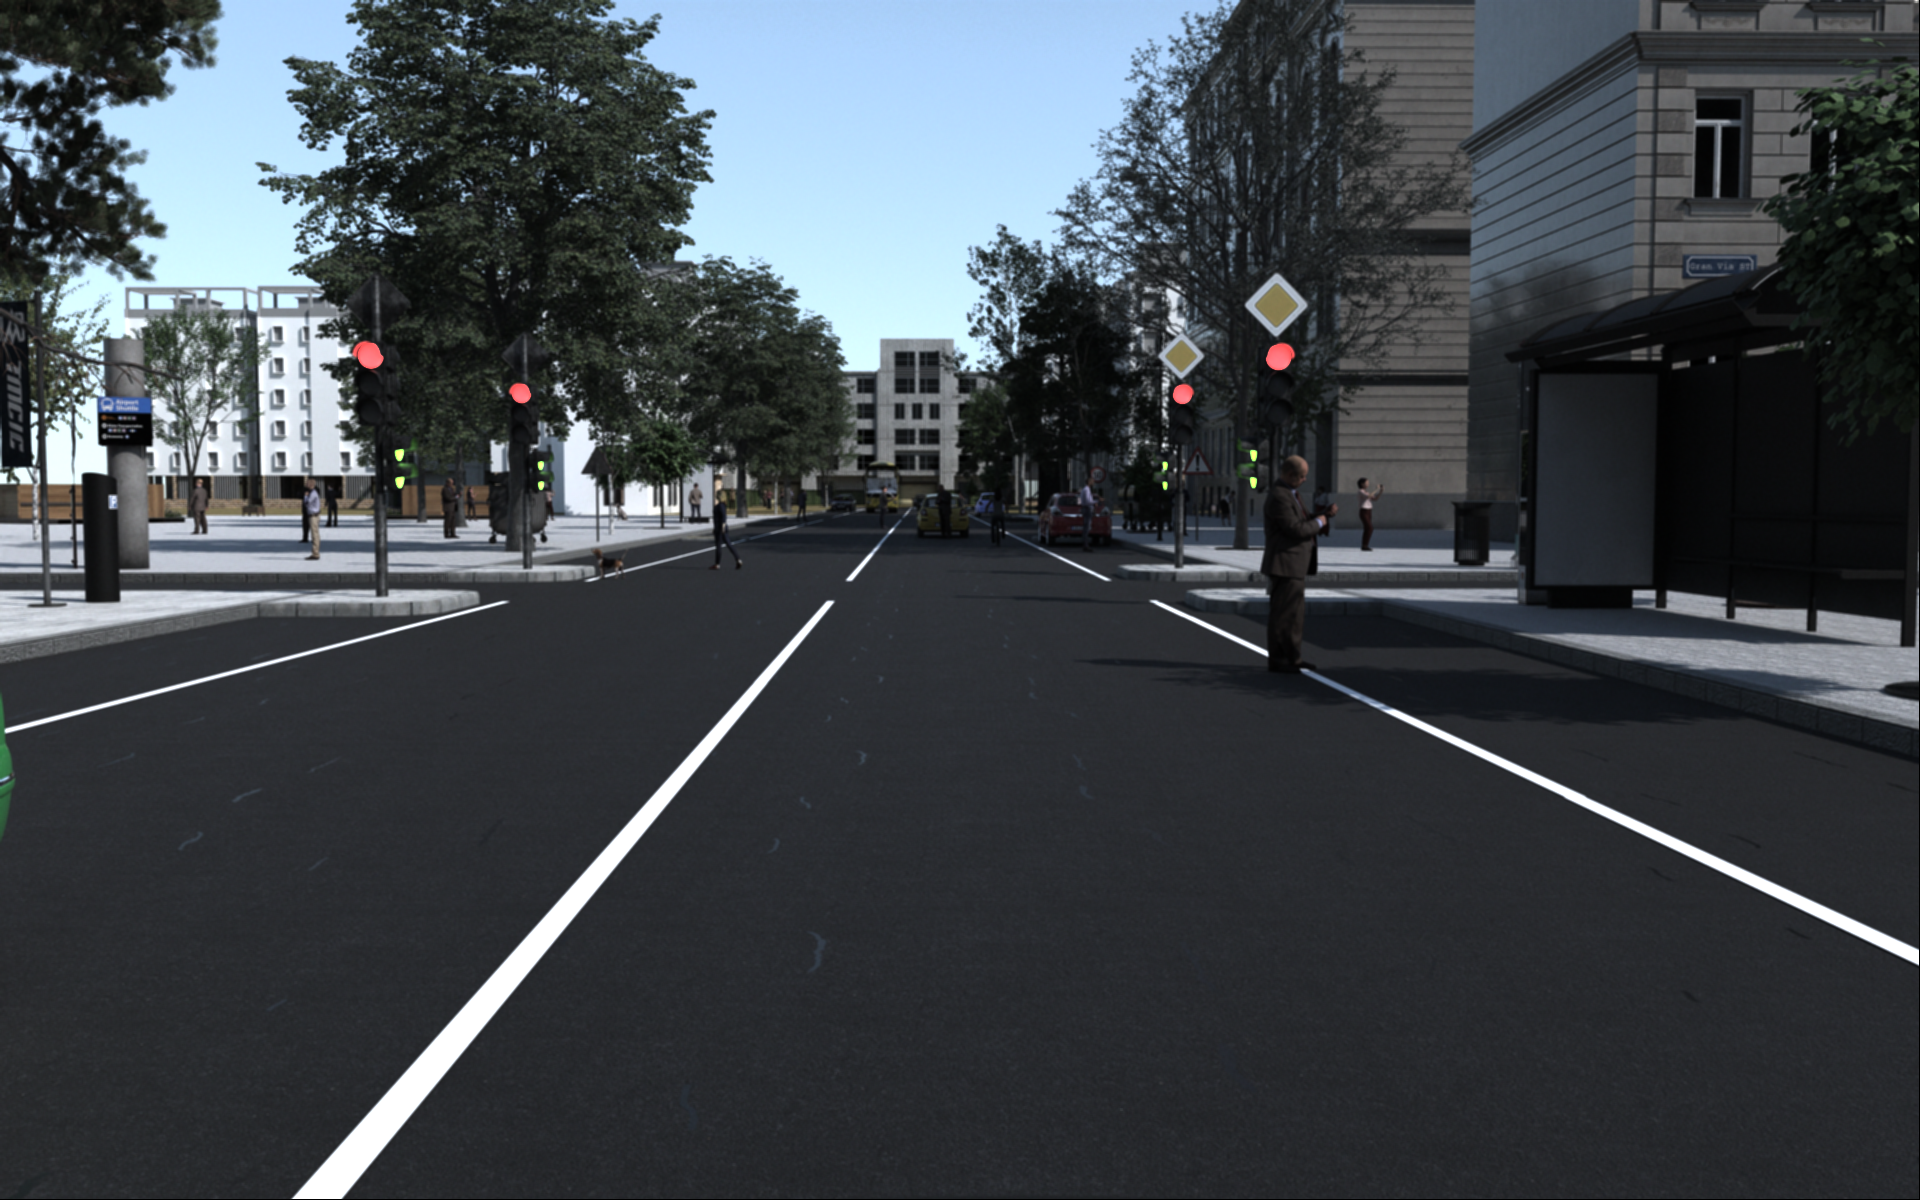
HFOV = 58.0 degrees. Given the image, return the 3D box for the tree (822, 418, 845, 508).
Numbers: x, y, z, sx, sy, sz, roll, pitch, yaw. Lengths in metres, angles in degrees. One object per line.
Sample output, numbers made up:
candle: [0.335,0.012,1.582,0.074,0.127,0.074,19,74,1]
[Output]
tree: [-12.331,-12.724,158.406,4.360,8.622,3.978,0,3,0]

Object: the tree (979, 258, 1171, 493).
tree: [4.984,-8.213,68.688,7.601,10.594,8.767,2,4,31]

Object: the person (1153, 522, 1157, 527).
person: [7.535,-3.598,67.143,0.388,1.546,0.482,0,4,7]

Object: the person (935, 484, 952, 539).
person: [-0.530,-2.832,55.484,0.565,1.739,0.600,1,4,10]

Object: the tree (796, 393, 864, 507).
tree: [-13.363,-14.989,170.820,9.928,11.665,9.643,0,3,0]

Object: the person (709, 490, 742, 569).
person: [-4.475,-1.343,33.003,0.613,1.512,0.480,-1,4,-16]

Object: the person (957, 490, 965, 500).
person: [0.024,-7.850,137.522,0.721,1.739,1.217,-2,4,-34]

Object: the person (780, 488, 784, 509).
person: [-14.904,-8.520,145.356,0.705,1.822,1.348,-1,4,-15]

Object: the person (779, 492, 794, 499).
person: [-13.356,-7.719,132.953,1.217,1.736,0.721,-2,4,-25]

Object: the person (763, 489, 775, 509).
person: [-16.133,-8.551,146.570,1.217,1.743,0.721,1,4,9]

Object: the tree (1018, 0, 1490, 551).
tree: [6.620,-7.899,39.522,12.009,13.543,11.850,0,3,0]

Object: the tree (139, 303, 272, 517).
tree: [-41.354,-10.238,93.152,9.928,11.665,9.643,0,3,0]

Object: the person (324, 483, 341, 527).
person: [-24.454,-3.713,67.547,0.445,1.727,0.742,1,4,11]

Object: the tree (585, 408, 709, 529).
tree: [-11.185,-4.944,64.548,4.285,4.588,4.351,0,3,0]

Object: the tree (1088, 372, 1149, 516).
tree: [9.151,-9.252,101.626,4.360,8.622,3.978,0,3,0]

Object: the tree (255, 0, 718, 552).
tree: [-9.916,-8.045,38.194,9.857,13.997,8.962,0,3,0]

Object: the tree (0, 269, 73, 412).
tree: [-36.701,-8.461,64.097,9.928,11.665,9.643,0,3,0]

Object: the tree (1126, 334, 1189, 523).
tree: [9.457,-7.759,77.218,4.737,8.622,4.395,0,3,0]

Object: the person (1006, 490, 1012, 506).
person: [5.149,-10.708,181.666,0.434,1.755,0.990,-2,4,-30]

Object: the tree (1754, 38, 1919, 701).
tree: [6.715,-1.659,10.842,4.285,4.588,4.351,0,3,0]

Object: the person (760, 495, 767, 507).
person: [-19.879,-10.196,175.977,0.991,1.433,0.599,-3,5,-44]

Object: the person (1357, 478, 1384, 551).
person: [9.266,-1.937,39.179,0.517,1.644,0.566,-1,4,-16]

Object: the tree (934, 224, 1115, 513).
tree: [4.617,-16.158,120.075,12.611,20.169,13.585,0,3,0]

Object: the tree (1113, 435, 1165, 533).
tree: [6.103,-3.816,56.987,1.663,3.219,1.824,0,3,0]

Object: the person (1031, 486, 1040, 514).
person: [5.133,-6.401,110.778,1.350,1.814,0.705,-1,4,-23]

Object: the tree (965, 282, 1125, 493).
tree: [5.262,-10.139,87.823,6.751,12.117,7.091,0,3,0]

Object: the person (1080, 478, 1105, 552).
person: [3.309,-2.133,43.237,0.599,1.838,0.709,0,4,-6]

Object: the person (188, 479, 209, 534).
person: [-24.427,-2.991,55.500,0.434,1.755,0.990,1,4,15]

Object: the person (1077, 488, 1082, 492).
person: [8.497,-7.107,122.911,0.551,1.740,0.621,2,4,34]

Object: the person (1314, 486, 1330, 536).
person: [10.984,-2.689,52.482,0.523,1.526,0.387,3,4,37]

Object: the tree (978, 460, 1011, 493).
tree: [3.377,-11.206,166.925,4.285,4.588,4.351,0,3,0]

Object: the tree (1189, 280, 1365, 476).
tree: [10.633,-6.453,55.865,4.737,8.622,4.395,0,3,0]

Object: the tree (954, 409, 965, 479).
tree: [2.758,-15.533,176.022,6.751,12.117,7.091,0,3,0]

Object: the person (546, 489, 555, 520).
person: [-20.094,-4.722,84.715,0.566,1.644,0.517,-2,4,-31]

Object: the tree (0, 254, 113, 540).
tree: [-25.681,-5.984,48.205,4.737,8.622,4.395,0,3,0]

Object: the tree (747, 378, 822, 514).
tree: [-11.834,-9.724,109.348,4.360,8.622,3.978,0,3,0]

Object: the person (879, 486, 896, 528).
person: [-3.040,-3.896,72.738,0.750,1.759,0.617,0,4,-3]

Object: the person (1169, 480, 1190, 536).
person: [6.782,-2.842,53.213,0.576,1.737,0.504,-1,4,-19]

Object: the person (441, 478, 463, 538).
person: [-14.712,-2.656,50.161,0.600,1.739,0.565,-1,4,-17]

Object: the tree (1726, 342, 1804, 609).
tree: [9.330,-1.527,19.567,1.663,3.219,1.824,0,3,0]

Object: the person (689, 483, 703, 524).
person: [-11.464,-4.191,75.091,0.617,1.759,0.750,-1,4,-10]

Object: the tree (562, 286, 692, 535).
tree: [-10.854,-6.361,54.359,4.360,8.622,3.978,0,3,0]

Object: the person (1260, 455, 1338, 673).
person: [2.717,-0.291,13.941,0.600,1.739,0.565,0,4,-4]

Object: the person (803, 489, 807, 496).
person: [-16.287,-10.663,180.831,0.683,1.767,0.568,0,4,2]

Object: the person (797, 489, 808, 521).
person: [-8.263,-4.979,90.834,0.541,1.710,0.530,3,5,42]

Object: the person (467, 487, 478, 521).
person: [-23.392,-4.625,83.136,0.593,1.643,0.415,0,4,-2]

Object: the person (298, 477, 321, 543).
person: [-17.305,-2.401,45.981,0.600,1.739,0.565,0,4,1]

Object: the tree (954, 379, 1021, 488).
tree: [3.414,-13.892,152.885,9.928,11.665,9.643,0,3,0]

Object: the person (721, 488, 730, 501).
person: [-12.935,-5.282,94.367,0.963,1.587,0.435,3,4,36]

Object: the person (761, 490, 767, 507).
person: [-19.641,-10.182,173.325,0.742,1.727,0.445,1,4,17]

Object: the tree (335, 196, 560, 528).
tree: [-19.077,-9.034,65.829,7.486,12.596,7.792,0,3,0]

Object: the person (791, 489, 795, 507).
person: [-16.864,-10.307,174.432,0.599,1.838,0.709,-1,4,-18]

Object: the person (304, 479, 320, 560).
person: [-12.682,-1.576,33.873,0.319,1.574,0.516,-1,4,-9]

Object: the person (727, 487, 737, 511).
person: [-17.654,-7.839,134.300,1.348,1.812,0.705,-1,4,-11]

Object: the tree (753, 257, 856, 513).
tree: [-11.583,-11.366,92.486,9.857,13.997,8.962,0,3,0]

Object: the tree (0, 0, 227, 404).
tree: [-9.428,-5.655,14.509,6.751,12.117,7.091,0,3,0]

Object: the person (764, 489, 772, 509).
person: [-16.584,-8.720,149.292,0.721,1.739,1.217,2,4,27]

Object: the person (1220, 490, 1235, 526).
person: [10.830,-3.707,69.841,0.799,1.438,0.628,2,4,30]
